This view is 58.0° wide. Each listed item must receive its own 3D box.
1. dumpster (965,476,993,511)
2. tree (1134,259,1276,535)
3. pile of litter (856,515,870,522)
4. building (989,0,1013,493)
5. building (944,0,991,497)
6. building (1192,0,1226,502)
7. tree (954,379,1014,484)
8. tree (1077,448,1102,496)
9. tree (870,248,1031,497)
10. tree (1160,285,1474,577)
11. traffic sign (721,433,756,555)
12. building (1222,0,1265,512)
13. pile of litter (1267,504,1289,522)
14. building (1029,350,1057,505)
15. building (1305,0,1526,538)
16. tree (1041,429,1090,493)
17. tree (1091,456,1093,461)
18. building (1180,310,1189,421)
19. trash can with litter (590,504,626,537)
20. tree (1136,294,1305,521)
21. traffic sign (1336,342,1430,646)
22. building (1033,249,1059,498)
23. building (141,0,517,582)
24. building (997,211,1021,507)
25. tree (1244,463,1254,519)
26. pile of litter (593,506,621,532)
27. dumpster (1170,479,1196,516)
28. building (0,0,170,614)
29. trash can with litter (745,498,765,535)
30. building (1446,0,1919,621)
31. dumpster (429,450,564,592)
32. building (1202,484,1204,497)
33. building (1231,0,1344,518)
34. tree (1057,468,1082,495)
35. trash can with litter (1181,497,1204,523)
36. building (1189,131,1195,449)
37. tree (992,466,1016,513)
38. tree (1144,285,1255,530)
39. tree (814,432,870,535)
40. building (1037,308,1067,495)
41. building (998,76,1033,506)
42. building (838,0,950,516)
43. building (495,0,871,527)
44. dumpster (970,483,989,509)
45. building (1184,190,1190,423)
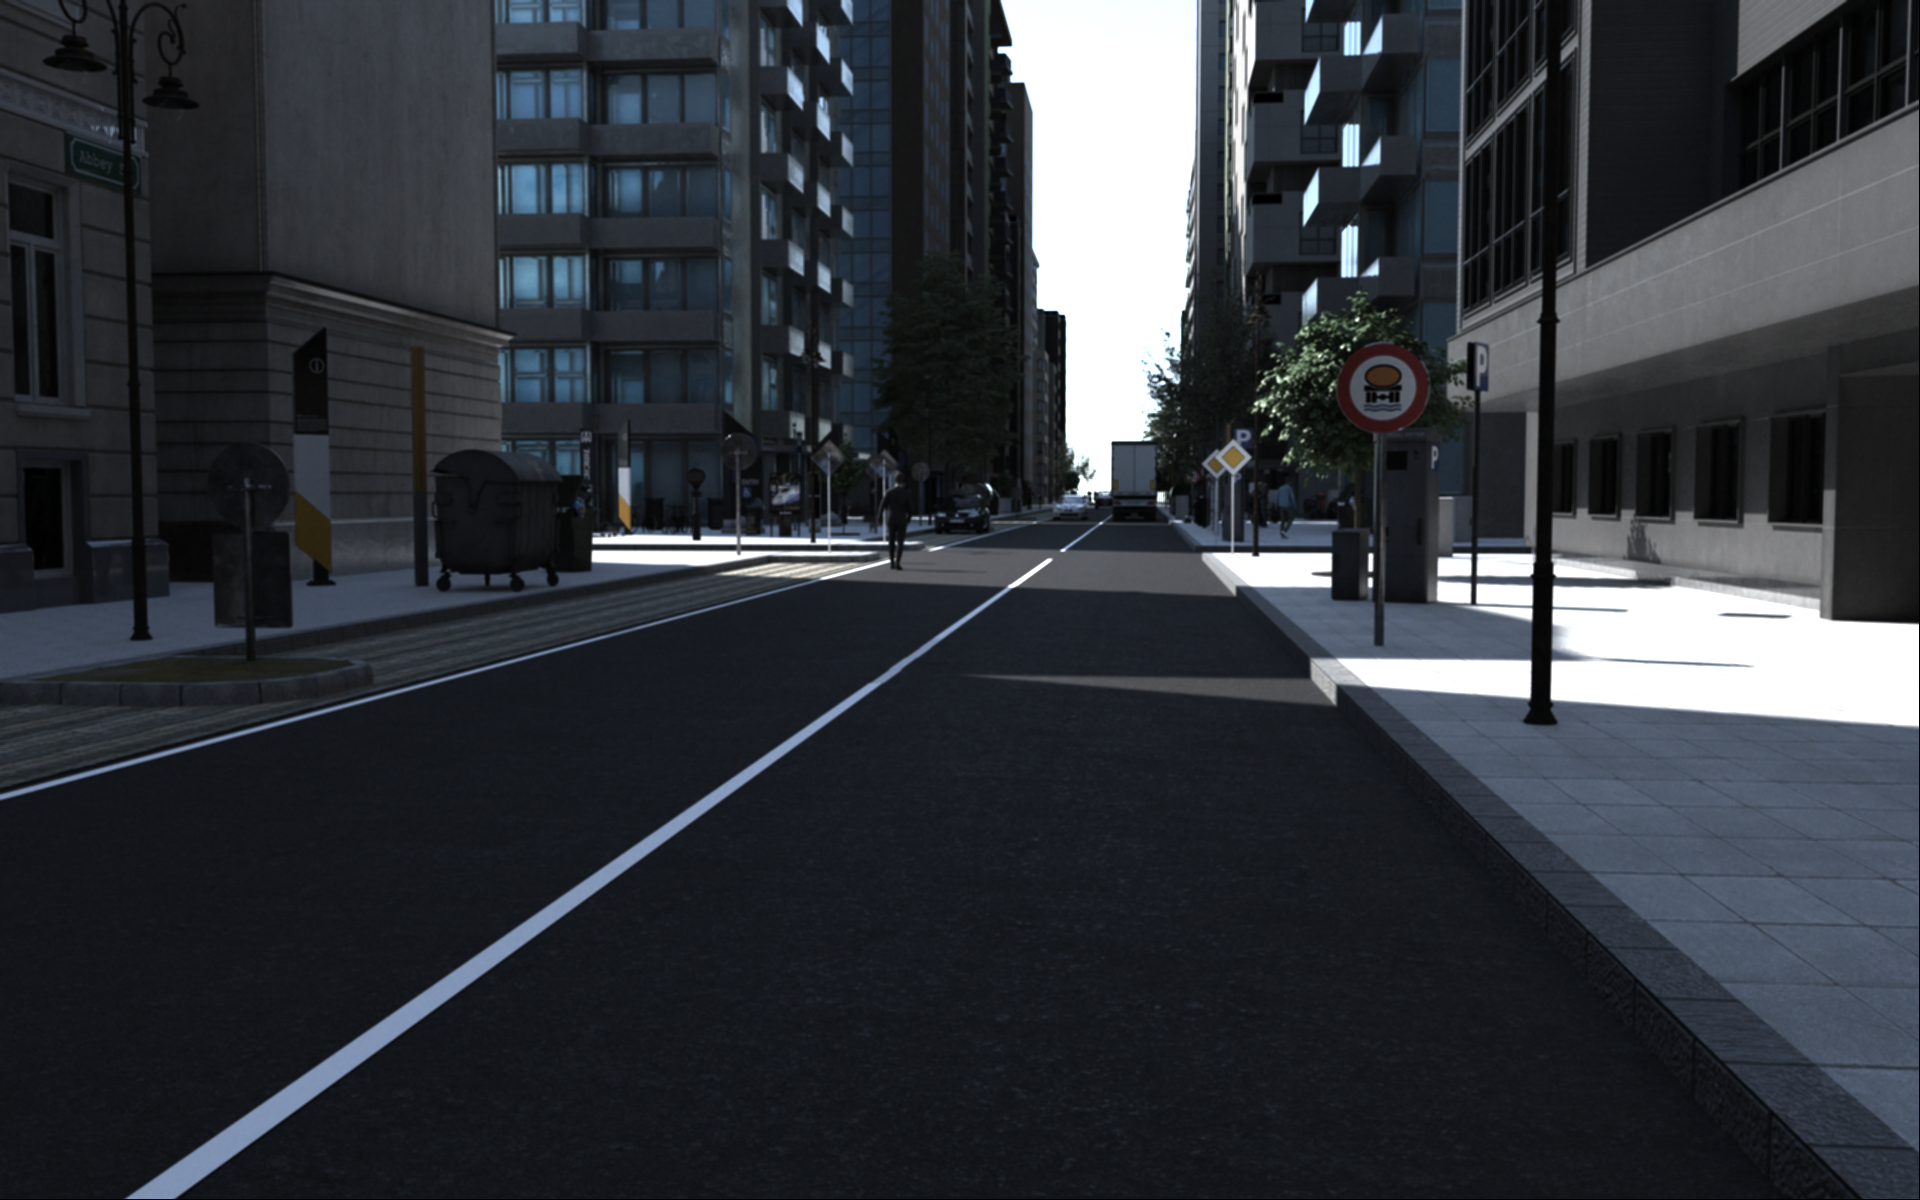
[{"bbox_3d":[0.940,-5.524,92.817,1.502,2.255,1.985,0,4,6],"label":"dumpster"},{"bbox_3d":[7.900,-6.361,54.358,4.360,8.622,3.978,0,3,0],"label":"tree"},{"bbox_3d":[-3.973,-4.006,79.460,1.719,0.858,1.176,-1,4,-10],"label":"pile of litter"},{"bbox_3d":[-7.005,-30.302,150.062,22.147,44.769,28.867,0,4,6],"label":"building"},{"bbox_3d":[-5.353,-27.155,127.574,14.154,41.232,14.086,0,4,6],"label":"building"},{"bbox_3d":[34.275,-38.720,175.065,21.231,58.520,28.212,0,4,6],"label":"building"},{"bbox_3d":[1.074,-9.215,101.021,4.360,8.622,3.978,0,3,0],"label":"tree"},{"bbox_3d":[20.547,-20.039,277.992,4.737,8.622,4.395,0,3,0],"label":"tree"},{"bbox_3d":[-0.558,-9.954,80.869,7.486,12.596,7.792,0,3,0],"label":"tree"},{"bbox_3d":[6.225,-2.665,27.284,4.285,4.588,4.351,0,3,0],"label":"tree"},{"bbox_3d":[-4.651,-2.216,36.332,0.768,2.556,0.104,0,4,8],"label":"traffic sign"},{"bbox_3d":[26.788,-27.278,129.595,14.154,41.232,14.086,0,4,6],"label":"building"},{"bbox_3d":[14.753,-4.127,81.443,1.719,0.858,1.176,1,4,8],"label":"pile of litter"},{"bbox_3d":[-2.077,-23.159,223.695,27.650,21.520,28.899,0,4,6],"label":"building"},{"bbox_3d":[27.039,-26.777,57.416,30.456,49.044,23.786,0,4,6],"label":"building"},{"bbox_3d":[11.637,-15.042,196.305,4.360,8.622,3.978,0,3,0],"label":"tree"},{"bbox_3d":[14.147,-16.259,216.190,4.360,8.622,3.978,0,3,0],"label":"tree"},{"bbox_3d":[41.229,-30.444,269.454,14.160,30.474,14.107,0,4,6],"label":"building"},{"bbox_3d":[-10.906,-2.503,51.979,2.233,1.210,1.678,-3,5,-42],"label":"trash can with litter"},{"bbox_3d":[12.267,-8.966,80.998,8.767,10.594,7.601,-1,4,-21],"label":"tree"},{"bbox_3d":[3.552,-0.887,14.604,0.768,2.556,0.104,1,4,13],"label":"traffic sign"},{"bbox_3d":[-1.492,-34.125,249.824,32.217,40.220,23.993,0,4,6],"label":"building"},{"bbox_3d":[-18.427,-10.123,30.142,19.286,19.102,10.561,0,4,6],"label":"building"},{"bbox_3d":[-1.417,-24.506,172.367,14.160,30.474,14.107,0,4,6],"label":"building"},{"bbox_3d":[14.542,-5.803,89.484,1.663,3.219,1.824,0,3,0],"label":"tree"},{"bbox_3d":[-12.308,-2.810,59.915,1.176,0.858,1.719,0,4,3],"label":"pile of litter"},{"bbox_3d":[13.309,-6.163,103.260,1.502,2.255,1.985,0,4,6],"label":"dumpster"},{"bbox_3d":[-17.126,-13.821,11.882,13.634,28.700,20.117,0,4,6],"label":"building"},{"bbox_3d":[-6.445,-2.626,54.328,0.624,1.170,1.055,0,4,-3],"label":"trash can with litter"},{"bbox_3d":[14.611,-12.095,16.823,14.314,24.678,30.058,0,4,6],"label":"building"},{"bbox_3d":[-6.243,-1.079,23.403,1.264,1.857,1.865,0,4,6],"label":"dumpster"},{"bbox_3d":[37.328,-27.939,148.679,32.217,40.220,23.993,0,4,6],"label":"building"},{"bbox_3d":[30.360,-31.399,102.617,28.713,52.752,27.495,0,4,6],"label":"building"},{"bbox_3d":[13.230,-13.912,211.167,4.285,4.588,4.351,0,3,0],"label":"tree"},{"bbox_3d":[10.384,-3.995,76.709,1.055,1.170,0.624,-1,4,-11],"label":"trash can with litter"},{"bbox_3d":[39.911,-36.399,218.831,21.300,48.544,21.600,0,4,6],"label":"building"},{"bbox_3d":[3.123,-7.624,119.259,1.663,3.219,1.824,0,3,0],"label":"tree"},{"bbox_3d":[8.848,-6.788,61.342,4.737,8.622,4.395,0,3,0],"label":"tree"},{"bbox_3d":[-3.537,-3.634,54.014,1.663,3.219,1.824,0,3,0],"label":"tree"},{"bbox_3d":[9.192,-30.381,268.437,14.160,30.474,14.107,0,4,6],"label":"building"},{"bbox_3d":[0.480,-32.771,185.920,14.600,45.320,14.200,0,4,6],"label":"building"},{"bbox_3d":[-8.266,-28.031,108.424,14.600,45.320,14.200,0,4,6],"label":"building"},{"bbox_3d":[-17.203,-28.086,78.808,23.786,49.044,30.456,0,4,6],"label":"building"},{"bbox_3d":[0.843,-5.194,90.681,1.264,1.857,1.865,0,4,6],"label":"dumpster"},{"bbox_3d":[43.152,-38.283,245.527,23.786,49.044,30.456,0,4,6],"label":"building"}]
